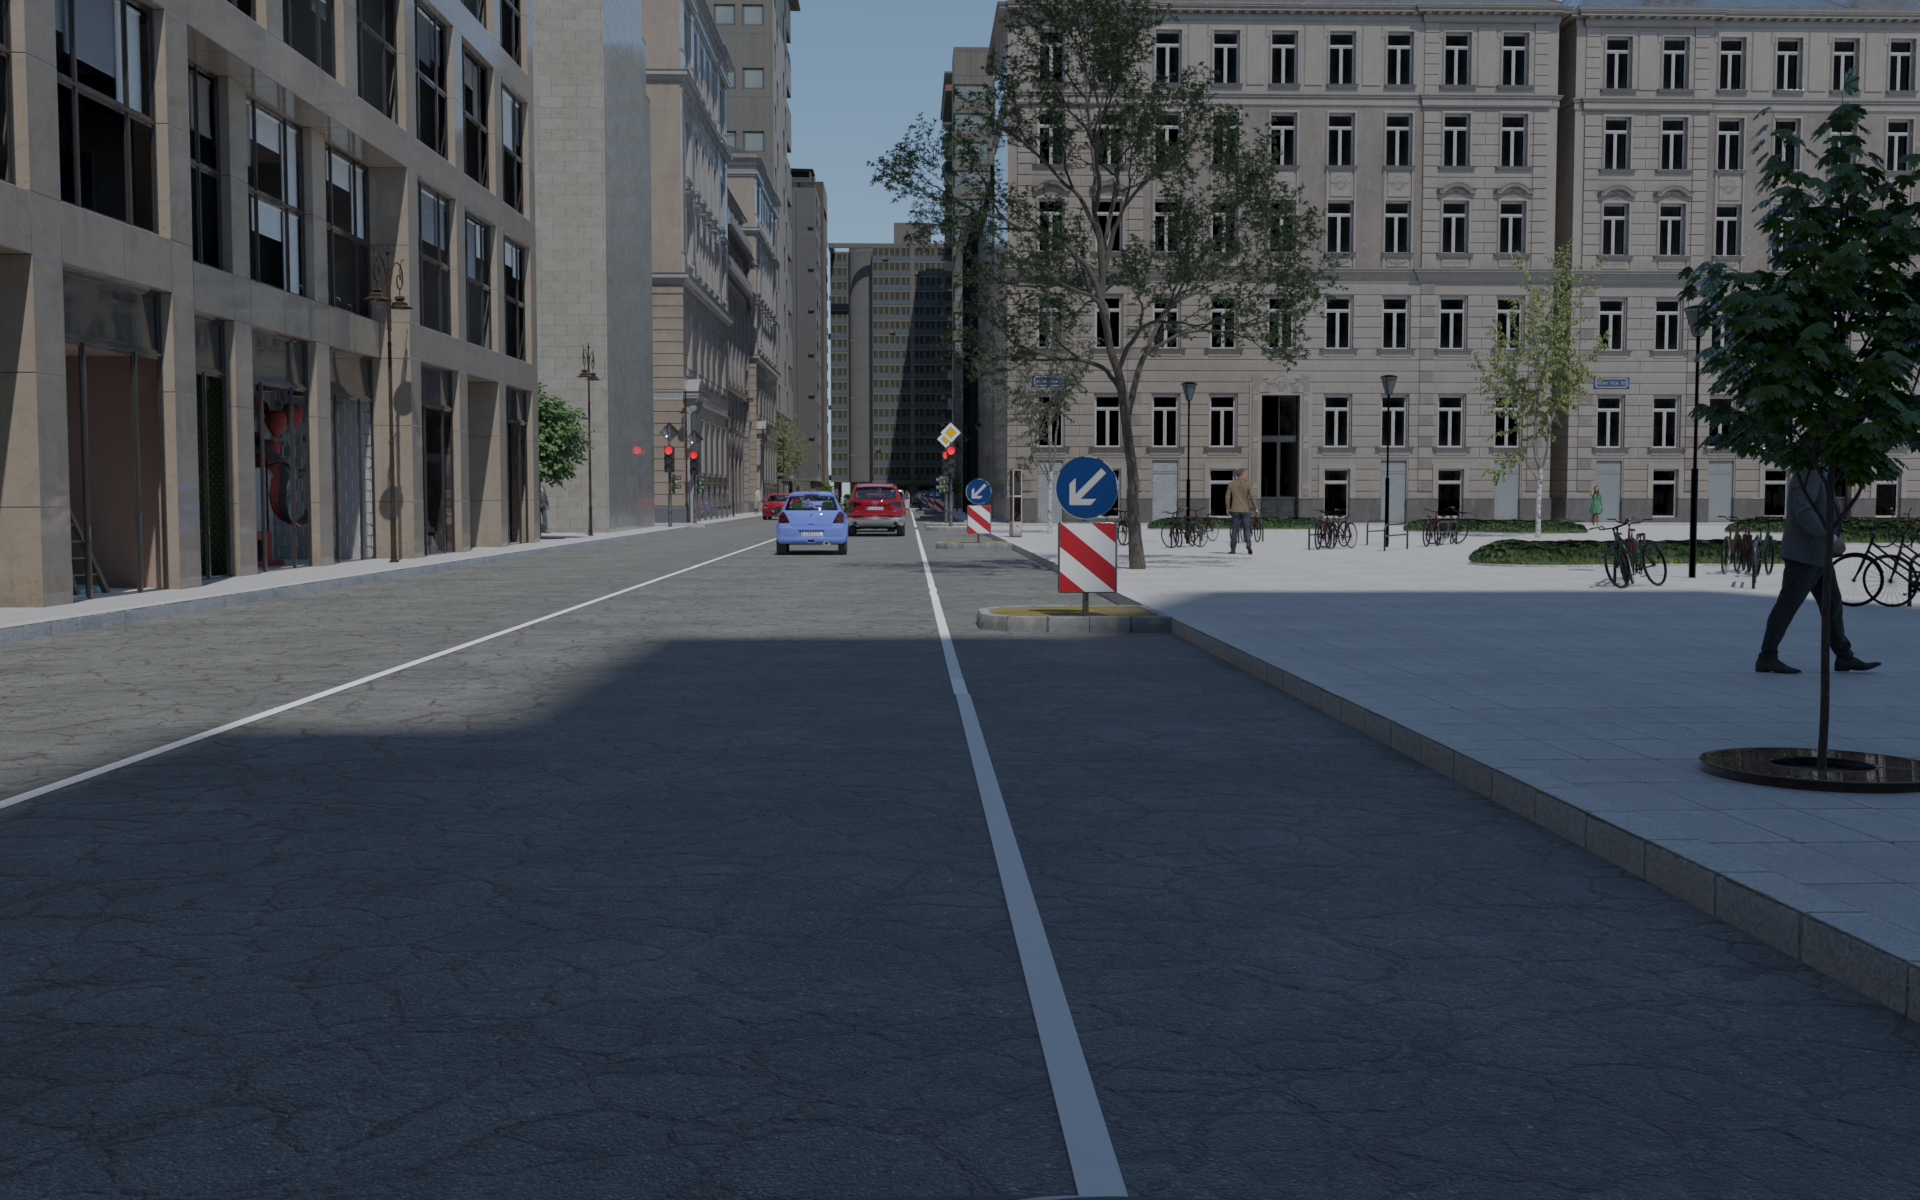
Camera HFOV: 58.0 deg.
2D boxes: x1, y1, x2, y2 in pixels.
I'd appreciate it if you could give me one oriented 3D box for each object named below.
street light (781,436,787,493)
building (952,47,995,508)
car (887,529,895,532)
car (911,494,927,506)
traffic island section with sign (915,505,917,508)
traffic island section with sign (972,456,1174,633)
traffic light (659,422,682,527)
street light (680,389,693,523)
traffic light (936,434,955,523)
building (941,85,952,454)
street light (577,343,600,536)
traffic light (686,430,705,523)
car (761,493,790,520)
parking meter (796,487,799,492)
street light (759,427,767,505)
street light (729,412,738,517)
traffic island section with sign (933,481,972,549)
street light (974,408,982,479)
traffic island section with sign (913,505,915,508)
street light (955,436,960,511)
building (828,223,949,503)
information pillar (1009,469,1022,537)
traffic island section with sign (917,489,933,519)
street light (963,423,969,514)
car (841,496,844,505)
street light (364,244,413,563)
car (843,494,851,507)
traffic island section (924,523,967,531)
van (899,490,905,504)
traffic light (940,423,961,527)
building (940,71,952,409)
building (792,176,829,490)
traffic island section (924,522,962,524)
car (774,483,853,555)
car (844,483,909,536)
[{"bbox_3d":[-13.944,-10.037,136.891,0.468,5.910,1.993,0,4,-2],"label":"street light"},{"bbox_3d":[6.233,-29.294,162.552,14.154,41.232,14.086,0,4,-2],"label":"building"},{"bbox_3d":[-3.362,-3.292,66.397,1.945,1.354,3.894,0,4,-4],"label":"car"},{"bbox_3d":[-5.005,-12.430,212.030,1.959,1.807,4.718,0,4,-3],"label":"car"},{"bbox_3d":[-2.166,-7.283,127.706,1.989,1.847,2.006,0,4,-2],"label":"traffic island section with sign"},{"bbox_3d":[1.192,-0.624,18.834,1.989,1.847,2.006,0,4,-2],"label":"traffic island section with sign"},{"bbox_3d":[-11.336,-4.820,67.727,0.839,4.253,0.868,0,4,-2],"label":"traffic light"},{"bbox_3d":[-12.078,-6.342,76.486,0.468,5.910,1.993,0,4,-2],"label":"street light"},{"bbox_3d":[-0.627,-5.330,76.061,0.839,4.253,0.868,0,4,-2],"label":"traffic light"},{"bbox_3d":[9.124,-32.405,184.452,22.147,44.769,28.867,0,4,-2],"label":"building"},{"bbox_3d":[-11.345,-4.909,53.046,0.468,5.910,1.993,0,4,-2],"label":"street light"},{"bbox_3d":[-11.583,-5.308,75.708,0.839,4.253,0.868,0,4,-2],"label":"traffic light"},{"bbox_3d":[-10.061,-5.398,97.300,2.155,1.783,4.494,0,4,-1],"label":"car"},{"bbox_3d":[-13.641,-8.563,145.723,0.255,1.863,0.399,0,4,-2],"label":"parking meter"},{"bbox_3d":[-13.285,-8.822,117.024,0.468,5.910,1.993,0,4,-2],"label":"street light"},{"bbox_3d":[-12.741,-7.614,97.280,0.468,5.910,1.993,0,4,-2],"label":"street light"},{"bbox_3d":[0.358,-2.272,45.776,1.989,1.847,2.006,0,4,-2],"label":"traffic island section with sign"},{"bbox_3d":[0.946,-7.218,90.800,0.468,5.910,1.993,0,4,-2],"label":"street light"},{"bbox_3d":[-3.720,-10.352,177.883,1.989,1.847,2.006,0,4,-2],"label":"traffic island section with sign"},{"bbox_3d":[-0.224,-9.633,130.287,0.468,5.910,1.993,0,4,-2],"label":"street light"},{"bbox_3d":[-6.900,-34.188,250.852,23.993,40.220,32.217,0,4,-2],"label":"building"},{"bbox_3d":[1.651,-2.866,51.346,0.304,2.012,0.304,-1,4,-20],"label":"information pillar"},{"bbox_3d":[-1.350,-5.635,100.763,1.989,1.847,2.006,0,4,-2],"label":"traffic island section with sign"},{"bbox_3d":[0.394,-8.425,110.544,0.468,5.910,1.993,0,4,-2],"label":"street light"},{"bbox_3d":[-14.087,-12.687,219.787,2.083,1.381,4.827,0,3,0],"label":"car"},{"bbox_3d":[-10.623,-3.641,32.321,0.468,5.910,1.993,0,4,-2],"label":"street light"},{"bbox_3d":[-12.269,-11.468,196.289,1.959,1.807,4.718,0,4,-1],"label":"car"},{"bbox_3d":[-0.341,-2.808,68.195,2.009,0.180,2.903,0,4,-2],"label":"traffic island section"},{"bbox_3d":[-6.282,-10.074,171.724,2.013,2.044,4.112,0,4,-3],"label":"van"},{"bbox_3d":[-0.381,-4.842,68.080,0.839,4.253,0.868,0,4,-2],"label":"traffic light"},{"bbox_3d":[12.199,-38.131,212.683,28.713,52.752,27.495,0,4,-2],"label":"building"},{"bbox_3d":[-25.712,-36.150,241.169,14.200,45.320,14.600,0,4,-2],"label":"building"},{"bbox_3d":[-0.587,-3.296,76.176,2.009,0.180,2.903,0,4,-2],"label":"traffic island section"},{"bbox_3d":[-3.568,-1.984,42.034,1.945,1.707,3.694,0,4,-4],"label":"car"},{"bbox_3d":[-2.920,-3.155,60.253,2.281,1.827,5.304,0,4,-2],"label":"car"}]
